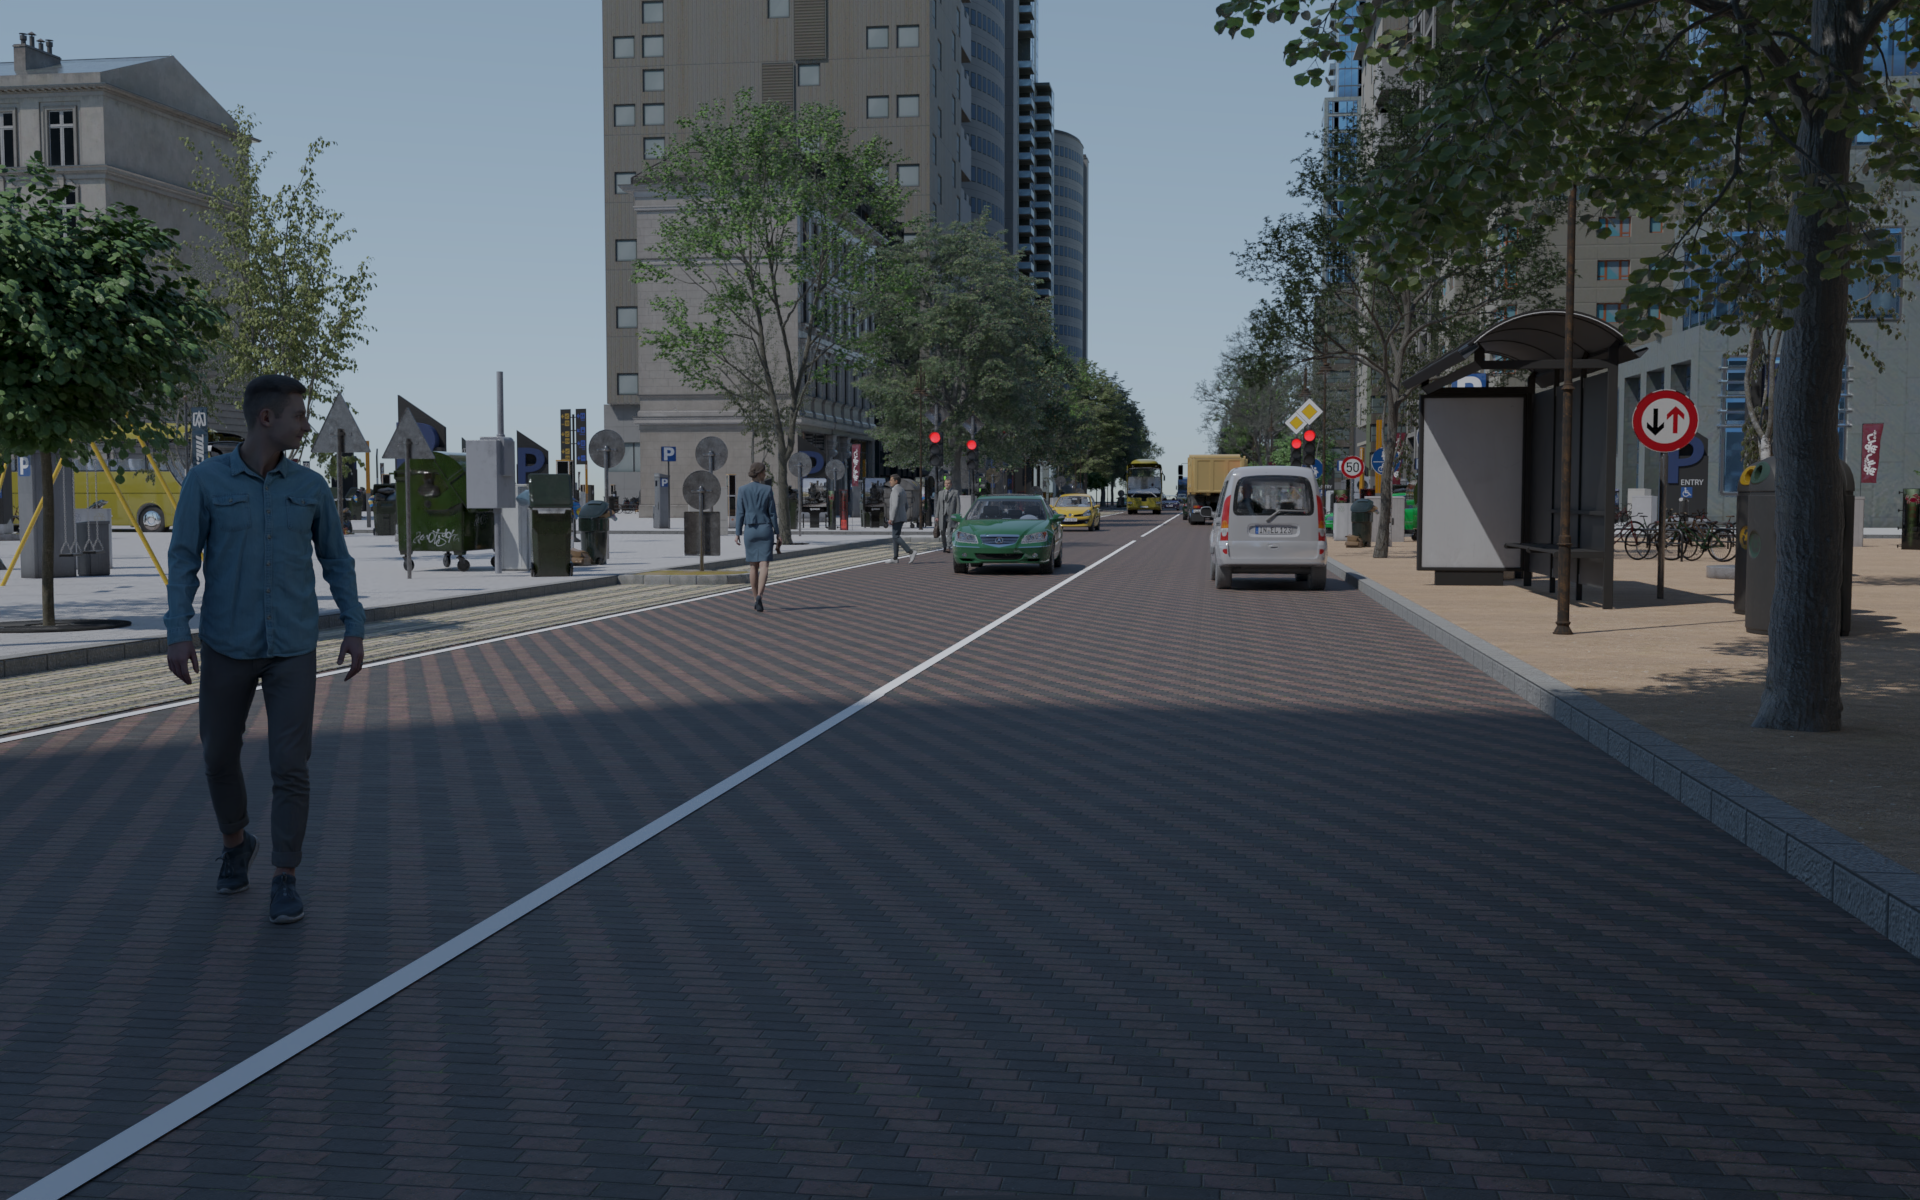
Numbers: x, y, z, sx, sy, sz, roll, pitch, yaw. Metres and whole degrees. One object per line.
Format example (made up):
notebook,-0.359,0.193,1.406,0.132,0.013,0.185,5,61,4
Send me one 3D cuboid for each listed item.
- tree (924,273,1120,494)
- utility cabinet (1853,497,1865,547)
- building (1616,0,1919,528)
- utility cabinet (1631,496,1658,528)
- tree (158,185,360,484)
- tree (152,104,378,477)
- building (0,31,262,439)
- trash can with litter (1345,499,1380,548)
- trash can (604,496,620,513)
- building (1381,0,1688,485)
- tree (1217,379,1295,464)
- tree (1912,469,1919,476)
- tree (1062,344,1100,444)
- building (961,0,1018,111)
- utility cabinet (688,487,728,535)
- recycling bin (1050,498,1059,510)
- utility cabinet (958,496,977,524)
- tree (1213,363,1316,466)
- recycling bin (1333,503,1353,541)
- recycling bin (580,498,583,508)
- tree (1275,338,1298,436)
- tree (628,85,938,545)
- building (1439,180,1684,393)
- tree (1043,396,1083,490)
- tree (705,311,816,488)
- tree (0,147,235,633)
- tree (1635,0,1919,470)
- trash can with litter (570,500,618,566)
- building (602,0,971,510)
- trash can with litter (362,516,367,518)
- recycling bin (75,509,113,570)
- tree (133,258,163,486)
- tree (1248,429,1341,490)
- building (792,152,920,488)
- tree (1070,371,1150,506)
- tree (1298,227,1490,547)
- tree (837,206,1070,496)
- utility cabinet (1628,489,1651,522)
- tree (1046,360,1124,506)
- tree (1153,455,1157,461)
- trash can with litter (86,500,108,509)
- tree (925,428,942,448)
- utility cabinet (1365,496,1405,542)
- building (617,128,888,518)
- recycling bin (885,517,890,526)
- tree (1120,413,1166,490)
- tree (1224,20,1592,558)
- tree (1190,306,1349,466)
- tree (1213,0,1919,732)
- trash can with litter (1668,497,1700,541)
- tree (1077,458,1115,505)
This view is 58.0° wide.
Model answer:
tree,2.106,-10.534,89.239,9.611,12.733,9.660,0,3,0
utility cabinet,21.418,-1.896,42.169,1.020,1.237,0.306,0,4,5
building,45.136,-46.483,72.664,31.000,86.520,22.319,1,4,8
utility cabinet,26.056,-3.350,65.931,0.306,1.237,1.020,-1,4,-23
tree,-16.119,-5.555,41.191,4.360,8.622,3.978,0,3,0
tree,-13.054,-5.058,33.058,4.737,8.622,4.395,0,3,0
building,-54.321,-16.287,85.379,34.723,24.649,14.460,1,4,8
trash can with litter,9.633,-1.847,41.592,0.624,1.170,1.055,2,4,29
trash can,-20.655,-5.523,101.962,0.748,1.137,0.748,0,3,0
building,46.138,-42.980,140.974,20.563,71.187,20.611,1,4,8
tree,28.459,-15.143,164.601,9.611,12.733,9.660,0,3,0
tree,35.976,-4.202,63.303,1.663,3.219,1.824,0,3,0
tree,5.309,-11.608,115.552,9.928,11.665,9.643,0,3,0
building,-6.085,-38.928,178.467,21.231,58.520,28.212,1,4,8
utility cabinet,-7.729,-2.719,53.138,1.173,1.500,0.318,-1,4,-14
recycling bin,6.537,-6.298,115.534,0.722,1.027,0.722,3,5,41
utility cabinet,0.220,-3.815,73.533,1.020,1.237,0.306,2,4,32
tree,22.120,-12.218,125.518,9.928,11.665,9.643,0,3,0
recycling bin,10.640,-2.141,47.555,0.722,1.027,0.722,1,4,10
recycling bin,-27.540,-6.835,124.304,0.722,1.027,0.722,-2,4,-34
tree,14.663,-7.368,70.830,4.360,8.622,3.978,0,3,0
tree,-4.418,-7.209,43.616,9.928,11.665,9.643,0,3,0
building,47.817,-16.508,114.947,27.650,21.520,28.899,1,4,8
tree,7.197,-10.761,126.307,4.360,8.622,3.978,0,3,0
tree,-7.867,-7.218,68.370,4.360,8.622,3.978,0,3,0
tree,-8.714,-2.002,16.450,4.285,4.588,4.351,0,3,0
tree,10.996,-4.443,23.005,4.360,8.622,3.978,0,3,0
trash can with litter,-6.652,-1.210,31.165,0.624,1.170,1.055,1,4,14
building,-13.777,-34.383,151.404,28.713,52.752,27.495,1,4,8
trash can with litter,-31.648,-4.927,91.608,2.233,1.210,1.678,-1,4,-9
recycling bin,-14.989,-1.054,29.792,0.722,1.027,0.722,-2,4,-26
tree,-22.555,-6.122,50.462,4.360,8.622,3.978,0,3,0
tree,16.043,-5.911,80.361,4.285,4.588,4.351,0,3,0
building,-10.204,-17.822,121.072,12.332,23.373,15.834,1,4,8
tree,14.683,-16.644,178.782,9.857,13.997,8.962,0,3,0
tree,10.665,-5.595,41.835,4.360,8.622,3.978,0,3,0
tree,-0.289,-10.355,75.958,9.857,13.997,8.962,0,3,0
utility cabinet,27.449,-3.749,69.970,0.318,1.500,1.173,-1,4,-11
tree,11.024,-13.963,146.420,7.486,12.596,7.792,0,3,0
tree,30.439,-20.337,282.869,4.737,8.622,4.395,0,3,0
trash can with litter,-17.386,-1.400,34.273,1.055,1.170,0.624,0,4,-6
tree,-0.536,-10.494,121.941,4.737,8.622,4.395,0,3,0
utility cabinet,11.368,-2.154,46.379,1.020,1.237,0.306,0,4,3
building,-12.675,-14.813,93.107,10.553,20.767,40.483,1,4,8
recycling bin,-3.345,-3.529,70.259,0.722,1.027,0.722,3,4,39
tree,22.682,-19.212,231.118,9.611,12.733,9.660,0,3,0
tree,8.719,-6.106,34.240,7.601,10.594,8.767,2,4,32
tree,19.921,-12.361,112.469,12.009,13.543,11.850,0,3,0
tree,5.040,-5.575,9.271,7.486,12.596,7.792,0,3,0
trash can with litter,19.736,-2.231,47.530,1.678,1.210,2.233,2,4,24
tree,12.227,-10.550,156.199,4.285,4.588,4.351,0,3,0
